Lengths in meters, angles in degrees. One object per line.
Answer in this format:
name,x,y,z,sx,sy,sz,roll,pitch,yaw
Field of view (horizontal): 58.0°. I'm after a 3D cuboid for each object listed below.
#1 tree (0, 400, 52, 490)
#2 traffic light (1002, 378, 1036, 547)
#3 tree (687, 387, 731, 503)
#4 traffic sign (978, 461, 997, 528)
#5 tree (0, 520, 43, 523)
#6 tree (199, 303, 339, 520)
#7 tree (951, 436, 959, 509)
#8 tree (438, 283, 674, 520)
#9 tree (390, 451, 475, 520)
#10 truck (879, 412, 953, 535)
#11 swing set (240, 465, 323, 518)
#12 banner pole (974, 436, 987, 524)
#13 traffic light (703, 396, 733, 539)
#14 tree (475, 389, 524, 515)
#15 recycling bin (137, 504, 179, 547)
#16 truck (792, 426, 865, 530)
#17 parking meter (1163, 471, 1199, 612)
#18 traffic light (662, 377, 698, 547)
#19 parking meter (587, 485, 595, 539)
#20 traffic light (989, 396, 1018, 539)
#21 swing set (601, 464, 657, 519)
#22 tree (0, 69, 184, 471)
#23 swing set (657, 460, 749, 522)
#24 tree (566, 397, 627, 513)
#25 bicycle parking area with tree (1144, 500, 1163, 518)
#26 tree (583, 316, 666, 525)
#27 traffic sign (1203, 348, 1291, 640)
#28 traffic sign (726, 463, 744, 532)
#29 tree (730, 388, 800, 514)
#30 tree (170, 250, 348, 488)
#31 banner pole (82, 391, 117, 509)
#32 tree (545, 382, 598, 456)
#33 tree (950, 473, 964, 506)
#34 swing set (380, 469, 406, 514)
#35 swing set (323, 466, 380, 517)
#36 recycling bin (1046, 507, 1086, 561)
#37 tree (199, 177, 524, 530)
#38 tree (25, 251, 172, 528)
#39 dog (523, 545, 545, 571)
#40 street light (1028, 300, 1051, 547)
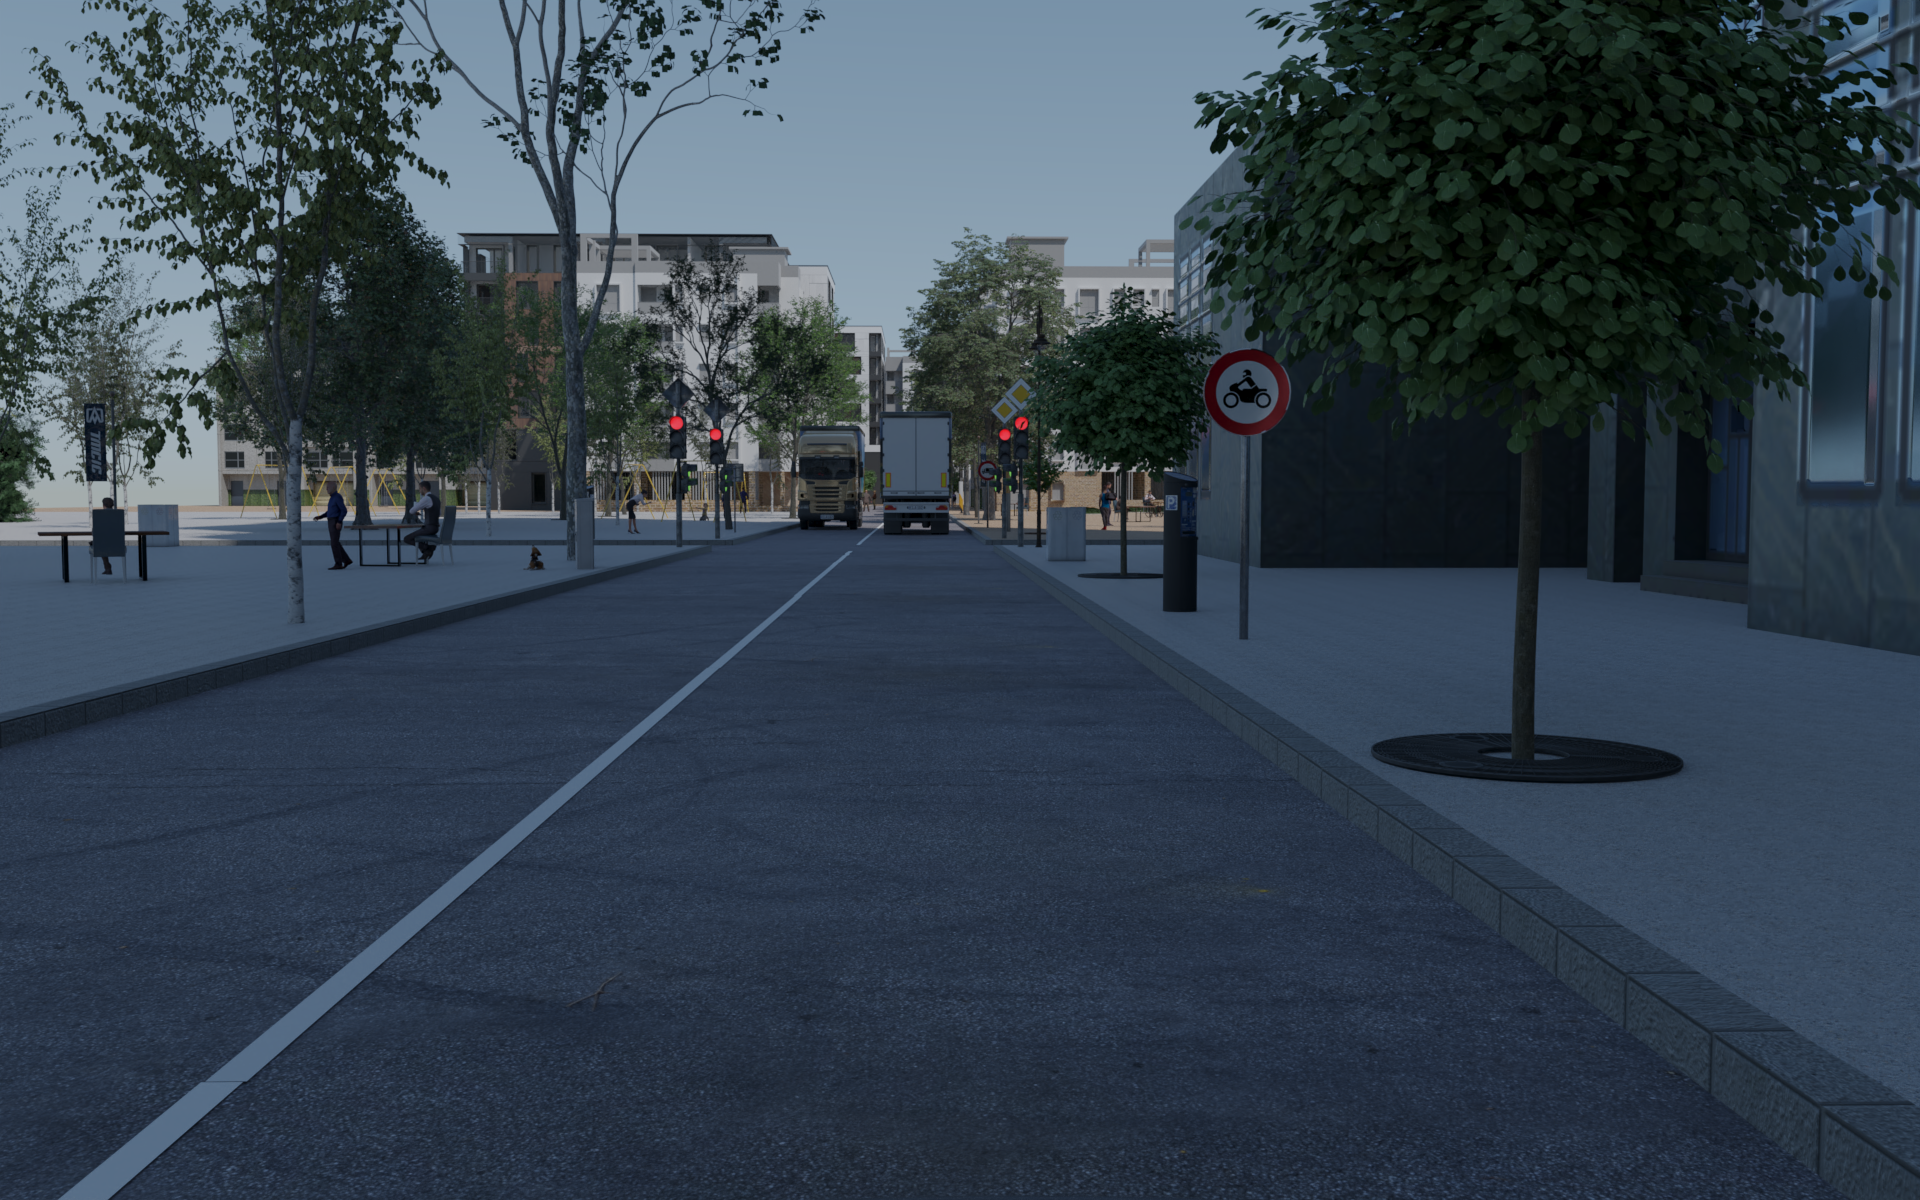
tree,-55.850,-7.676,88.412,20.602,7.101,11.467,0,4,-5
traffic light,1.455,-3.244,41.959,0.839,4.253,0.868,0,4,-1
tree,-17.263,-10.275,118.366,4.360,8.622,3.978,0,3,0
traffic sign,1.057,-4.029,65.987,0.768,2.556,0.104,0,4,6
tree,-49.946,-10.517,73.767,13.155,14.587,18.604,2,4,24
tree,-33.938,-9.849,86.780,9.928,11.665,9.643,0,3,0
tree,-0.730,-12.210,150.000,4.360,8.622,3.978,0,3,0
tree,-19.558,-9.714,84.572,9.928,11.665,9.643,0,3,0
tree,-26.544,-8.255,85.325,4.360,8.622,3.978,0,3,0
truck,-1.604,-4.619,64.442,2.839,4.237,11.283,0,4,-1
swing set,-36.581,-5.826,92.881,2.862,2.851,3.119,2,4,28
banner pole,0.918,-5.148,74.189,0.401,3.779,0.863,-2,4,-30
traffic light,-6.957,-3.719,49.727,0.839,4.253,0.868,0,4,-1
tree,-30.215,-9.931,112.729,4.360,8.622,3.978,0,3,0
recycling bin,-19.548,-1.816,42.247,0.722,1.027,0.722,0,4,-3
truck,-5.380,-5.152,73.145,2.839,4.237,11.283,0,4,-2
parking meter,2.408,-0.643,18.926,0.372,1.533,0.369,0,3,0
traffic light,-6.764,-3.231,41.744,0.839,4.253,0.868,0,4,-1
parking meter,-10.609,-2.506,49.387,0.372,1.533,0.369,0,3,0
traffic light,1.261,-3.732,49.941,0.839,4.253,0.868,0,4,-1
swing set,-16.982,-5.665,90.248,2.862,2.851,3.119,0,4,5
tree,-18.219,-5.026,32.542,4.737,8.622,4.395,0,3,0
swing set,-11.750,-5.047,80.139,3.119,2.851,2.862,2,4,24
tree,-24.472,-10.145,116.237,4.360,8.622,3.978,0,3,0
bicycle parking area with tree,14.610,-6.683,96.265,8.231,4.147,9.016,2,4,33
tree,-14.307,-7.382,71.059,4.737,8.622,4.395,0,3,0
traffic sign,2.506,-0.924,15.217,0.768,2.556,0.104,0,4,0
traffic sign,-7.504,-3.400,57.723,0.606,2.300,0.079,0,4,2
tree,-11.937,-9.885,111.986,4.360,8.622,3.978,0,3,0
tree,-20.227,-6.198,51.698,4.360,8.622,3.978,0,3,0
banner pole,-20.828,-3.187,42.132,0.863,3.779,0.401,-2,4,-24
tree,-21.032,-10.555,106.978,7.601,10.594,8.767,2,4,31
tree,-0.131,-9.923,156.840,1.663,3.219,1.824,0,3,0
swing set,-35.665,-6.700,107.165,2.862,2.851,3.119,-2,4,-34
swing set,-35.269,-6.181,98.674,2.862,2.851,3.119,-3,5,-41
recycling bin,2.039,-1.271,33.338,0.722,1.027,0.722,0,4,0
tree,-21.469,-8.850,61.704,9.611,12.733,9.660,0,3,0
tree,-26.003,-6.284,53.108,4.360,8.622,3.978,0,3,0
dog,-7.291,-0.716,29.435,0.550,0.427,0.748,1,4,20
street light,1.899,-4.205,41.535,0.468,5.910,1.993,0,4,-1
